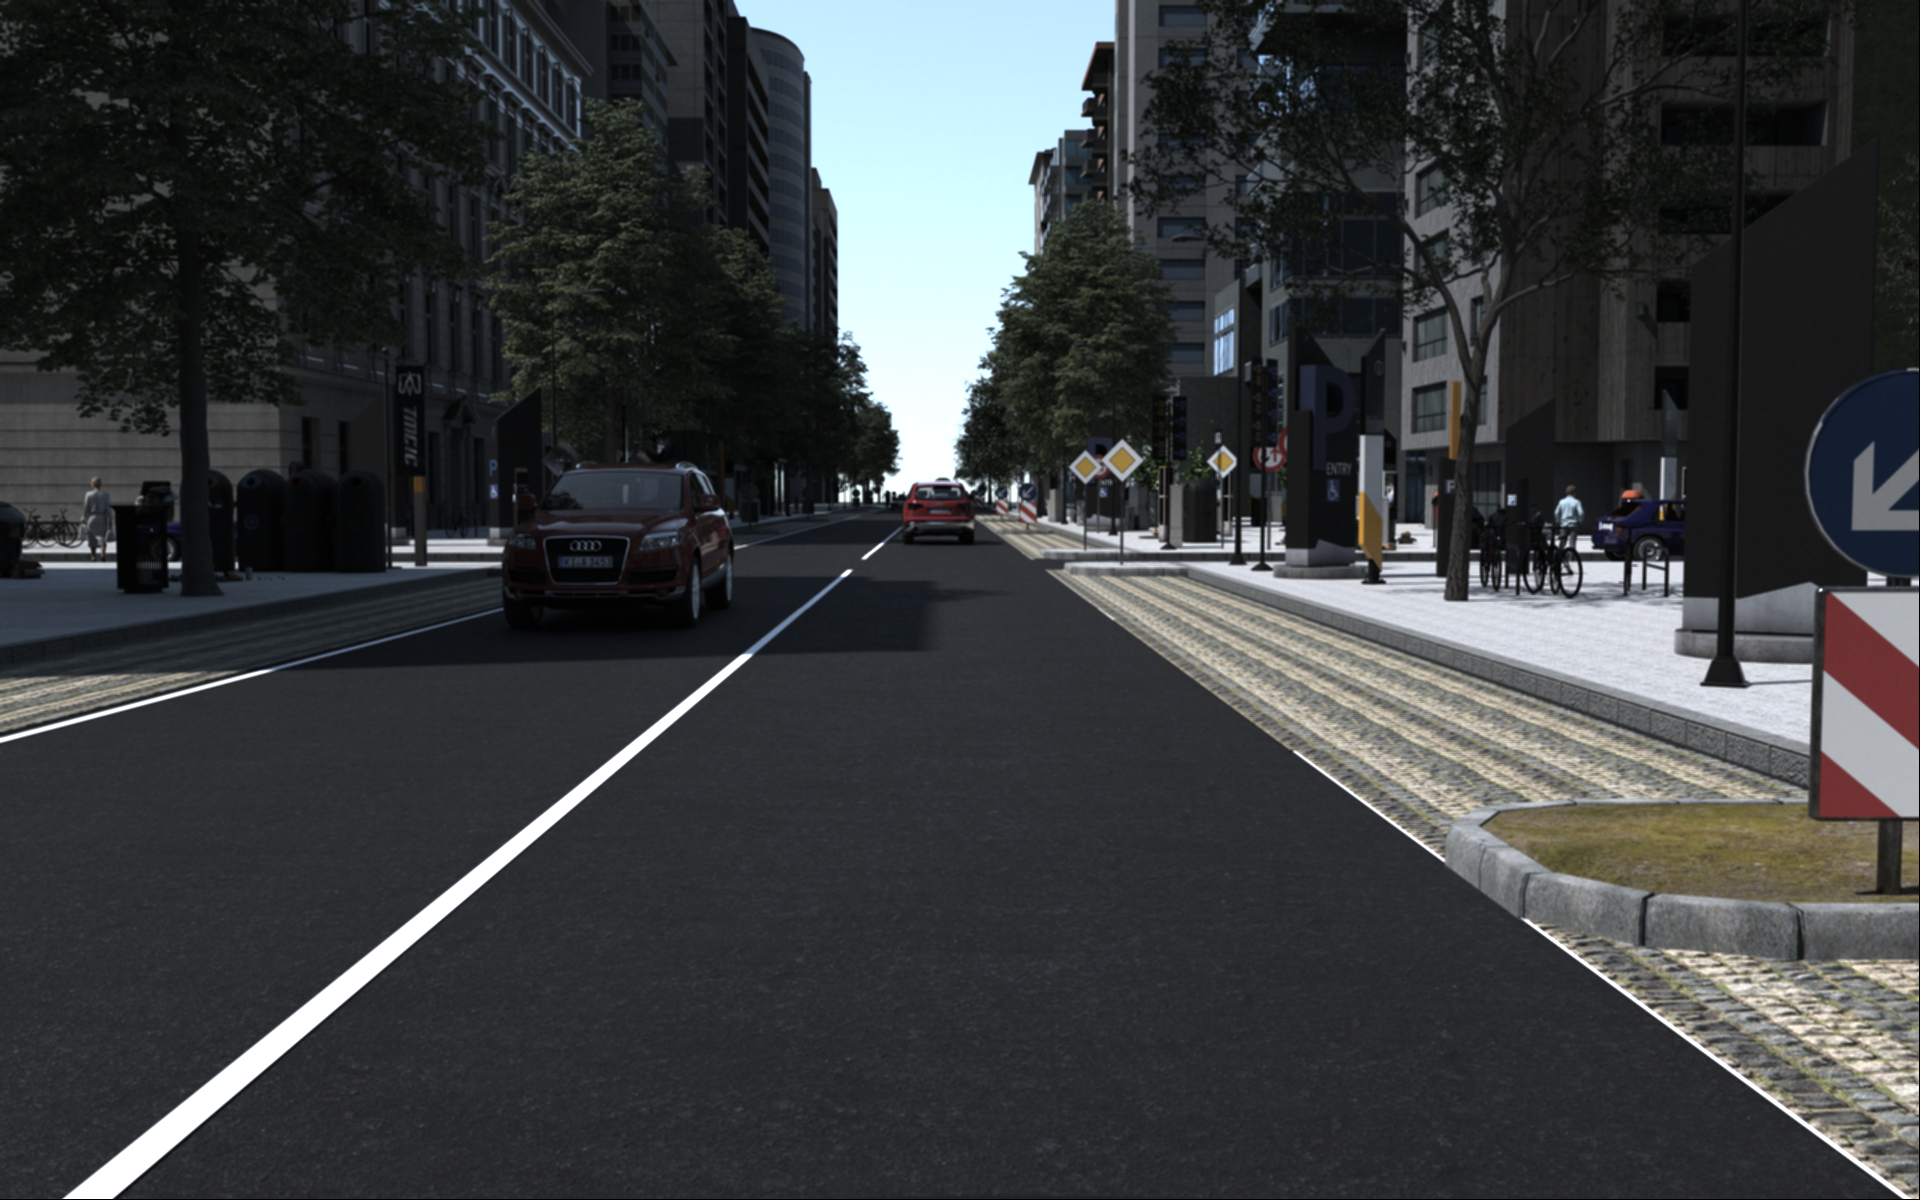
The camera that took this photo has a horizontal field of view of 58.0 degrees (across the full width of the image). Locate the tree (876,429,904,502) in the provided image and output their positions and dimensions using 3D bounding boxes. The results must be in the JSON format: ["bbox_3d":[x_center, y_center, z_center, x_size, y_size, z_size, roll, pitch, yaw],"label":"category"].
[{"bbox_3d":[-12.528,-20.925,267.874,9.928,11.665,9.643,0,3,0],"label":"tree"}]

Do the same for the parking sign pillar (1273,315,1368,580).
[{"bbox_3d":[5.555,-2.329,26.557,1.447,3.967,1.447,-3,5,-44],"label":"parking sign pillar"}]

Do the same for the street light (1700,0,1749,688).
[{"bbox_3d":[4.591,-2.379,11.445,1.470,5.913,1.316,0,4,-1],"label":"street light"}]

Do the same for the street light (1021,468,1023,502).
[{"bbox_3d":[3.730,-7.371,93.061,1.470,5.913,1.316,0,4,-1],"label":"street light"}]

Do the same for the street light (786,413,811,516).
[{"bbox_3d":[-9.307,-7.757,99.363,1.470,5.913,1.316,0,4,-1],"label":"street light"}]

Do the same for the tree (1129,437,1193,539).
[{"bbox_3d":[5.560,-3.399,50.173,1.663,3.219,1.824,0,3,0],"label":"tree"}]

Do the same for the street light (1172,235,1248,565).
[{"bbox_3d":[4.495,-3.588,31.203,1.470,5.913,1.316,0,4,-1],"label":"street light"}]

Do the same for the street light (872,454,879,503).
[{"bbox_3d":[-10.325,-13.828,198.635,1.470,5.913,1.316,0,4,-1],"label":"street light"}]

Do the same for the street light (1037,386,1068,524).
[{"bbox_3d":[3.894,-6.163,73.304,1.470,5.913,1.316,0,4,-1],"label":"street light"}]

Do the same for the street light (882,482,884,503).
[{"bbox_3d":[-10.520,-15.037,218.391,1.470,5.913,1.316,0,4,-1],"label":"street light"}]

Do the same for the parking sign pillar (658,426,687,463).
[{"bbox_3d":[-10.737,-4.708,65.442,1.447,3.967,1.447,1,4,13],"label":"parking sign pillar"}]

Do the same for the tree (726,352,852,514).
[{"bbox_3d":[-10.913,-10.717,109.637,8.767,10.594,7.601,0,4,2],"label":"tree"}]

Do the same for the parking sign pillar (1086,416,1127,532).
[{"bbox_3d":[4.985,-4.328,59.234,1.447,3.967,1.447,2,4,34],"label":"parking sign pillar"}]

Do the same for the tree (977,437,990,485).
[{"bbox_3d":[3.975,-12.575,155.956,4.737,8.622,4.395,0,3,0],"label":"tree"}]

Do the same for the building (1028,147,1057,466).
[{"bbox_3d":[25.147,-40.982,259.285,28.713,52.752,27.495,0,4,-1],"label":"building"}]

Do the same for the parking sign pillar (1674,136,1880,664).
[{"bbox_3d":[6.460,-1.540,13.655,1.447,3.967,1.447,2,4,30],"label":"parking sign pillar"}]

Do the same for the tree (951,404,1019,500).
[{"bbox_3d":[4.119,-16.459,179.467,12.009,13.543,11.850,0,3,0],"label":"tree"}]

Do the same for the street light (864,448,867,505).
[{"bbox_3d":[-10.059,-12.443,175.979,1.470,5.913,1.316,0,4,-1],"label":"street light"}]

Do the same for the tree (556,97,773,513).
[{"bbox_3d":[-10.059,-8.047,49.694,7.486,12.596,7.792,0,3,0],"label":"tree"}]

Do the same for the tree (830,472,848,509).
[{"bbox_3d":[-10.752,-9.483,149.649,1.663,3.219,1.824,0,3,0],"label":"tree"}]

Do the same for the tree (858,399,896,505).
[{"bbox_3d":[-11.013,-17.569,205.378,7.486,12.596,7.792,0,3,0],"label":"tree"}]

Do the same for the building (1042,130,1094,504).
[{"bbox_3d":[22.367,-37.286,229.238,23.786,49.044,30.456,0,4,-1],"label":"building"}]

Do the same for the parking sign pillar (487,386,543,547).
[{"bbox_3d":[-10.978,-3.322,42.795,1.447,3.967,1.447,3,5,41],"label":"parking sign pillar"}]

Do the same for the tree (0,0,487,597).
[{"bbox_3d":[-9.460,-6.296,21.069,7.486,12.596,7.792,0,3,0],"label":"tree"}]

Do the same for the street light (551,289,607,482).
[{"bbox_3d":[-8.694,-4.088,39.381,1.470,5.913,1.316,0,4,-1],"label":"street light"}]

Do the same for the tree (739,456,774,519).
[{"bbox_3d":[-10.450,-5.770,88.936,1.663,3.219,1.824,0,3,0],"label":"tree"}]

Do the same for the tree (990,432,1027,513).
[{"bbox_3d":[4.975,-11.654,140.899,4.737,8.622,4.395,0,3,0],"label":"tree"}]

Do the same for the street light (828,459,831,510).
[{"bbox_3d":[-9.472,-8.774,115.989,1.470,5.913,1.316,0,4,-1],"label":"street light"}]

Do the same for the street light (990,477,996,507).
[{"bbox_3d":[3.238,-9.665,130.566,1.470,5.913,1.316,0,4,-1],"label":"street light"}]

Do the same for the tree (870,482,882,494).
[{"bbox_3d":[-11.960,-15.655,250.552,1.663,3.219,1.824,0,3,0],"label":"tree"}]

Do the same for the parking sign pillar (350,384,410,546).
[{"bbox_3d":[-14.428,-3.331,42.935,1.447,3.967,1.447,1,4,20],"label":"parking sign pillar"}]

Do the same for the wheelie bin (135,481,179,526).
[{"bbox_3d":[-19.435,-2.087,42.026,0.980,1.594,0.693,-3,5,-44],"label":"wheelie bin"}]

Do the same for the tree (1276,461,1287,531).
[{"bbox_3d":[11.773,-4.019,60.312,1.663,3.219,1.824,0,3,0],"label":"tree"}]

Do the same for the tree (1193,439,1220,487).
[{"bbox_3d":[8.508,-4.070,61.152,1.663,3.219,1.824,0,3,0],"label":"tree"}]

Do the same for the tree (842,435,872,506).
[{"bbox_3d":[-11.730,-14.625,189.483,4.737,8.622,4.395,0,3,0],"label":"tree"}]

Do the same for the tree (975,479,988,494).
[{"bbox_3d":[2.983,-15.493,247.913,1.663,3.219,1.824,0,3,0],"label":"tree"}]

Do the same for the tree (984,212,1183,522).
[{"bbox_3d":[5.468,-10.593,79.852,9.857,13.997,8.962,0,3,0],"label":"tree"}]

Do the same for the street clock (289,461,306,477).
[{"bbox_3d":[-14.638,-2.064,38.324,0.358,2.002,0.471,-3,5,-41],"label":"street clock"}]

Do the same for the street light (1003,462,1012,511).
[{"bbox_3d":[3.545,-8.618,113.445,1.470,5.913,1.316,0,4,-1],"label":"street light"}]

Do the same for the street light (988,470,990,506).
[{"bbox_3d":[3.238,-10.885,150.513,1.470,5.913,1.316,0,4,-1],"label":"street light"}]

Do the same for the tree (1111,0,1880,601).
[{"bbox_3d":[5.895,-5.245,20.169,8.767,10.594,7.601,1,4,8],"label":"tree"}]

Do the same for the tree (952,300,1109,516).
[{"bbox_3d":[4.677,-11.279,101.419,9.611,12.733,9.660,0,3,0],"label":"tree"}]

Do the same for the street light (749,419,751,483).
[{"bbox_3d":[-9.139,-6.548,79.606,1.470,5.913,1.316,0,4,-1],"label":"street light"}]

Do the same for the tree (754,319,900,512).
[{"bbox_3d":[-11.068,-13.450,126.559,9.857,13.997,8.962,0,3,0],"label":"tree"}]

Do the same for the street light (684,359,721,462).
[{"bbox_3d":[-8.932,-5.332,59.712,1.470,5.913,1.316,0,4,-1],"label":"street light"}]

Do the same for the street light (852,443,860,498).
[{"bbox_3d":[-9.827,-11.212,155.859,1.470,5.913,1.316,0,4,-1],"label":"street light"}]

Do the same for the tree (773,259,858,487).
[{"bbox_3d":[-9.830,-9.490,73.292,7.486,12.596,7.792,0,3,0],"label":"tree"}]

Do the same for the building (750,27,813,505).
[{"bbox_3d":[-30.230,-41.393,218.767,21.231,58.520,28.212,0,4,-1],"label":"building"}]

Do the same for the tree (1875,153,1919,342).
[{"bbox_3d":[15.832,-4.615,25.816,4.360,8.622,3.978,0,3,0],"label":"tree"}]

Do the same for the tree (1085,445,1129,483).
[{"bbox_3d":[7.462,-6.452,89.211,4.285,4.588,4.351,0,3,0],"label":"tree"}]

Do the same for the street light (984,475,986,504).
[{"bbox_3d":[2.889,-12.093,170.268,1.470,5.913,1.316,0,4,-1],"label":"street light"}]

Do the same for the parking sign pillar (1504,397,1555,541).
[{"bbox_3d":[15.888,-3.661,48.322,1.447,3.967,1.447,1,4,18],"label":"parking sign pillar"}]

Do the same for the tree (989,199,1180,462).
[{"bbox_3d":[4.842,-9.129,67.388,7.486,12.596,7.792,0,3,0],"label":"tree"}]

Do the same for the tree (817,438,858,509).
[{"bbox_3d":[-10.648,-11.916,145.187,4.360,8.622,3.978,0,3,0],"label":"tree"}]

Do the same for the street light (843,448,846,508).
[{"bbox_3d":[-9.728,-10.004,136.101,1.470,5.913,1.316,0,4,-1],"label":"street light"}]

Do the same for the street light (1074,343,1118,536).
[{"bbox_3d":[4.213,-4.955,53.548,1.470,5.913,1.316,0,4,-1],"label":"street light"}]
